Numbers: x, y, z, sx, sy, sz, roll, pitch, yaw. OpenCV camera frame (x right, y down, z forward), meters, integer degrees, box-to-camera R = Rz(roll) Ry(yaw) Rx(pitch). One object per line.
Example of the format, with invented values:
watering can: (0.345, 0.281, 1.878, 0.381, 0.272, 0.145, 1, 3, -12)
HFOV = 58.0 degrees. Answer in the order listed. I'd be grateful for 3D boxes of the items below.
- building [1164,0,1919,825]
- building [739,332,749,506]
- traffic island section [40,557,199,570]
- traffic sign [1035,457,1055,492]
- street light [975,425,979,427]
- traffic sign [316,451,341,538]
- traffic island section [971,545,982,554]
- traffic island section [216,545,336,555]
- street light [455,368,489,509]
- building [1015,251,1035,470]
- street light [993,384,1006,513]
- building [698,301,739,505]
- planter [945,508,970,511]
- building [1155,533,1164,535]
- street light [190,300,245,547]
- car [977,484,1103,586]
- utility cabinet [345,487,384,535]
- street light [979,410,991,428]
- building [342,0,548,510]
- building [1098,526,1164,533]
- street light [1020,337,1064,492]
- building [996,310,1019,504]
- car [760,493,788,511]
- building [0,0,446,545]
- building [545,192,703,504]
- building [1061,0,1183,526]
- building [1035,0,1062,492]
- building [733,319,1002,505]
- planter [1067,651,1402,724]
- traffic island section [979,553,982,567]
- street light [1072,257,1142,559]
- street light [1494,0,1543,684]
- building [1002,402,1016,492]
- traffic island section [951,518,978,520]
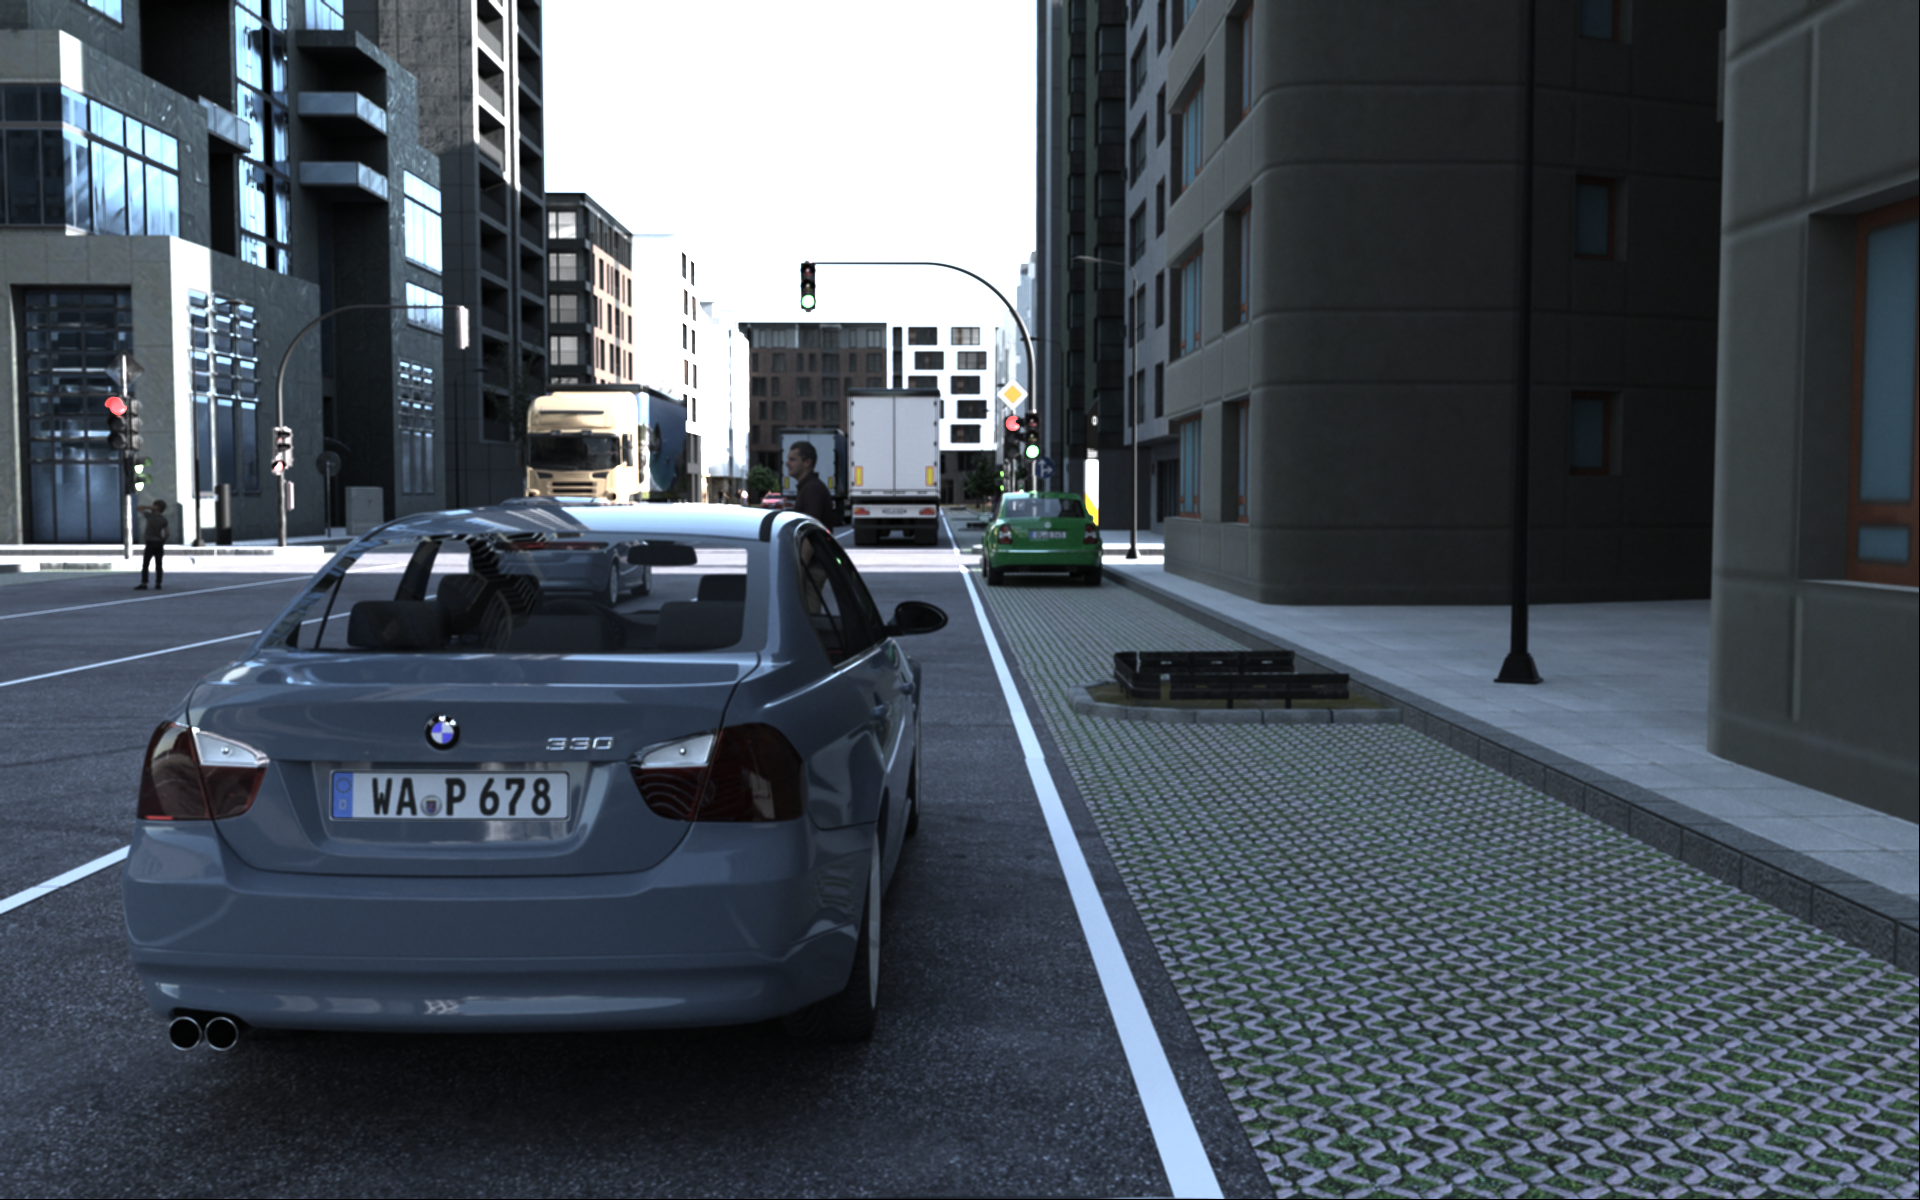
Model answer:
building: (17.427, -10.331, 13.956, 27.650, 21.520, 28.899, 0, 4, -1)
building: (-28.522, -20.007, 183.540, 11.380, 20.091, 16.016, 0, 4, -1)
traffic island section: (-16.286, -0.711, 33.898, 2.009, 0.180, 2.903, 0, 4, -1)
traffic sign: (2.870, -3.622, 59.318, 0.768, 2.556, 0.104, 0, 4, 1)
street light: (1.728, -8.847, 117.184, 1.470, 5.913, 1.316, 0, 4, -1)
traffic sign: (-18.619, -3.116, 51.051, 0.768, 2.556, 0.104, 0, 4, 8)
traffic island section: (1.296, -1.214, 42.137, 2.009, 0.180, 2.903, 0, 4, -1)
traffic island section: (-16.404, -1.199, 41.882, 2.009, 0.180, 2.903, 0, 4, -1)
street light: (-18.107, -5.604, 64.170, 1.470, 5.913, 1.316, 0, 4, -1)
building: (12.123, -16.430, 125.043, 16.016, 20.091, 11.380, 0, 4, -1)
street light: (2.249, -6.155, 73.167, 1.470, 5.913, 1.316, 0, 4, -1)
building: (-30.354, -19.003, 167.114, 16.016, 20.091, 11.380, 0, 4, -1)
planter: (-0.218, -7.527, 144.206, 1.991, 0.319, 1.994, 0, 4, -1)
building: (12.401, -17.019, 49.963, 14.107, 30.474, 14.160, 0, 4, -1)
street light: (-17.827, -4.225, 41.617, 1.470, 5.913, 1.316, 0, 4, -1)
car: (1.284, -1.195, 28.333, 1.959, 1.807, 4.718, 0, 4, -1)
utility cabinet: (-18.374, -2.739, 53.468, 0.318, 1.500, 1.173, 2, 4, 33)
street light: (1.914, -7.512, 95.360, 1.470, 5.913, 1.316, 0, 4, -1)
building: (-30.948, -39.887, 90.405, 20.563, 71.187, 20.611, 0, 4, -1)
building: (11.730, -18.087, 67.423, 14.160, 30.474, 14.107, 0, 4, -1)
street light: (2.482, -4.817, 51.296, 1.470, 5.913, 1.316, 0, 4, -1)
building: (12.587, -18.871, 175.004, 16.747, 18.905, 31.486, 0, 4, -1)
car: (-14.592, -7.791, 136.419, 2.155, 1.783, 4.494, 0, 4, 1)
building: (-31.020, -45.475, 56.190, 22.319, 86.520, 31.000, 0, 4, -1)
building: (-36.061, -17.712, 133.560, 27.936, 21.610, 32.646, 0, 4, -1)
building: (11.655, -18.960, 81.700, 14.160, 30.474, 14.107, 0, 4, -1)
building: (14.948, -34.260, 102.153, 21.231, 58.520, 28.212, 0, 4, -1)
building: (-10.876, -22.750, 215.935, 32.646, 21.610, 27.936, 0, 4, -1)
planter: (1.740, 0.577, 11.705, 1.991, 0.319, 1.994, 0, 4, -1)
traffic island section: (1.413, -0.726, 34.153, 2.009, 0.180, 2.903, 0, 4, -1)
street light: (2.883, -3.762, 34.047, 1.470, 5.913, 1.316, 0, 4, -1)
street light: (3.280, -2.393, 11.667, 1.470, 5.913, 1.316, 0, 4, -1)
building: (8.636, -12.407, 145.001, 9.099, 9.664, 28.070, 0, 4, -1)
traffic island section: (0.506, -4.409, 94.955, 1.991, 0.108, 1.994, 0, 4, -1)
